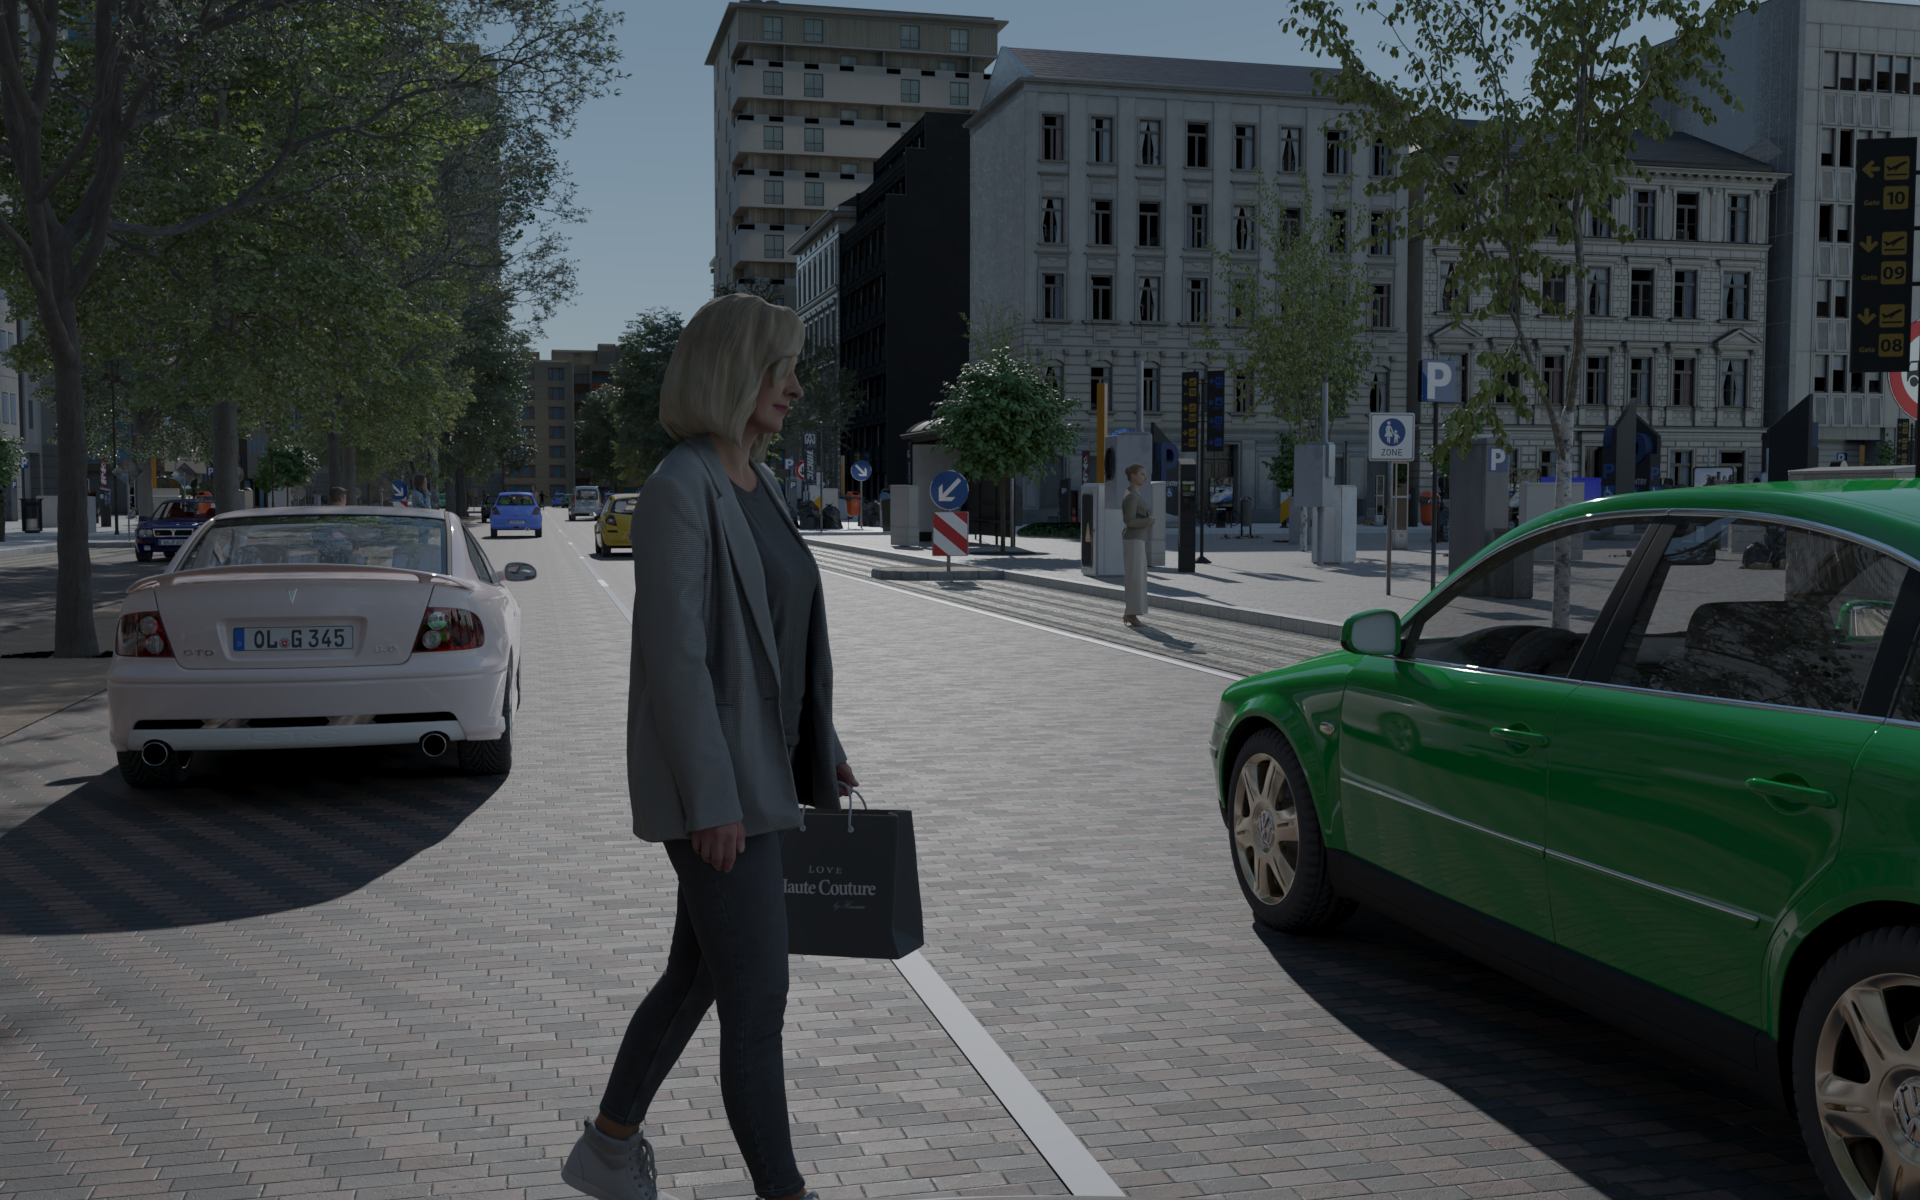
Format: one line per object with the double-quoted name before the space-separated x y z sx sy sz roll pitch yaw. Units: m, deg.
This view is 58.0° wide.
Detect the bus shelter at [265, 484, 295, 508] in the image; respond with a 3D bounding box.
"bus shelter" -38.599 -6.434 99.125 2.014 3.302 5.546 -1 4 -14

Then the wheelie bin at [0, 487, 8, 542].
"wheelie bin" -25.916 -2.357 46.445 0.693 1.594 0.980 -2 4 -29

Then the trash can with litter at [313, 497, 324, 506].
"trash can with litter" -45.783 -6.896 124.142 0.624 1.170 1.055 2 4 25

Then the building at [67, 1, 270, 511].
"building" -72.214 -31.137 159.205 14.600 45.320 14.200 -1 4 -14

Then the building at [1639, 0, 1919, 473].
"building" 47.268 -16.602 89.460 19.932 24.808 12.078 -1 4 -14

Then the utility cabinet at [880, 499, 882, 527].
"utility cabinet" -2.794 -3.429 67.234 0.306 1.237 1.020 1 4 19

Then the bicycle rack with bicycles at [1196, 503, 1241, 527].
"bicycle rack with bicycles" 9.410 -3.416 69.232 2.925 0.926 2.852 2 4 34

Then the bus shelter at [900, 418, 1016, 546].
"bus shelter" 0.019 -3.092 44.477 2.014 3.302 5.546 -1 4 -14

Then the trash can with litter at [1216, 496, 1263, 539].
"trash can with litter" 7.971 -2.383 50.014 1.678 1.210 2.233 3 5 40

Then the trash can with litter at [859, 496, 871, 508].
"trash can with litter" -4.486 -4.566 86.047 1.055 1.170 0.624 1 4 20

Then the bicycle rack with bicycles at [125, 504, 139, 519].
"bicycle rack with bicycles" -40.760 -4.606 88.696 2.925 0.926 2.852 1 4 11

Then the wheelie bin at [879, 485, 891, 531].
"wheelie bin" -2.406 -3.195 60.153 0.693 1.594 0.980 1 4 14

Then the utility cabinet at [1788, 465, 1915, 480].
"utility cabinet" 7.069 -0.310 13.751 0.318 1.500 1.173 -1 4 -12

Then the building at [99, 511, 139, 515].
"building" -57.436 -28.176 110.782 14.600 45.320 14.200 -1 4 -14

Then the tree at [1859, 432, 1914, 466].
"tree" 28.888 -3.637 54.069 1.663 3.219 1.824 0 3 0

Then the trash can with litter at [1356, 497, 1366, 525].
"trash can with litter" 16.455 -3.795 73.114 2.233 1.210 1.678 0 4 7

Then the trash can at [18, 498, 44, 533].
"trash can" -30.420 -2.759 56.762 0.748 1.137 0.748 0 3 0

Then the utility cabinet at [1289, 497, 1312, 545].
"utility cabinet" 8.834 -2.005 43.941 0.306 1.237 1.020 -3 5 -42

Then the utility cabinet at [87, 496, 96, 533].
"utility cabinet" -28.759 -2.816 57.206 0.306 1.237 1.020 -2 4 -34

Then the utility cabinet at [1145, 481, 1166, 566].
"utility cabinet" 3.215 -1.354 30.819 0.318 1.500 1.173 -2 4 -25

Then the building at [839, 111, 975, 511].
"building" -0.160 -17.106 109.356 12.332 23.373 15.834 -1 4 -14

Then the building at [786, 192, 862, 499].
"building" -5.713 -18.195 126.374 11.050 23.489 19.941 -1 4 -14

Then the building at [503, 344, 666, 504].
"building" -47.833 -24.065 238.504 28.899 21.520 27.650 -1 4 -14

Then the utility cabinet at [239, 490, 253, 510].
"utility cabinet" -44.125 -5.983 106.501 1.173 1.500 0.318 -2 4 -35

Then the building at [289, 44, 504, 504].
"building" -74.816 -41.930 227.559 28.212 58.520 21.231 -1 4 -14

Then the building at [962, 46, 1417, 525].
"building" 10.140 -14.059 79.008 18.267 20.994 9.793 -1 4 -14

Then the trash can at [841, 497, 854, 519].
"trash can" -5.720 -4.683 88.227 0.748 1.137 0.748 0 3 0

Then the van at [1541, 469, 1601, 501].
"van" 22.060 -3.548 62.399 5.245 2.365 2.240 -1 4 -13

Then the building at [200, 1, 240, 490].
"building" -69.573 -50.307 135.195 22.319 86.520 31.000 -1 4 -14

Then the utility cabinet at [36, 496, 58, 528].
"utility cabinet" -34.943 -3.393 66.636 1.020 1.237 0.306 -3 5 -43

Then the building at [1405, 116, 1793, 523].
"building" 28.247 -13.420 84.050 19.286 19.102 10.561 -1 4 -14

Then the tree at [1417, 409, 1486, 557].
"tree" 10.492 -2.498 35.441 1.663 3.219 1.824 0 3 0

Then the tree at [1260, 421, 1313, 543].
"tree" 8.831 -3.136 45.877 1.663 3.219 1.824 0 3 0

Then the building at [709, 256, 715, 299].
"building" -22.296 -33.897 246.102 23.993 40.220 32.217 -1 4 -14

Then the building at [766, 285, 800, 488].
"building" -5.480 -19.309 160.747 27.650 21.520 28.899 -1 4 -14

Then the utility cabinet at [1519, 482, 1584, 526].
"utility cabinet" 11.280 -1.492 33.072 1.173 1.500 0.318 -1 4 -9

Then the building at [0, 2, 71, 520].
"building" -56.667 -32.938 80.539 21.231 58.520 28.212 -1 4 -14

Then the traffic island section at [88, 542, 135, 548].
"traffic island section" -22.624 -1.520 47.128 2.009 0.180 2.903 -1 4 -14

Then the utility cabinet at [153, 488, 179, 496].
"utility cabinet" -30.657 -3.543 66.607 1.173 1.500 0.318 -1 4 -20

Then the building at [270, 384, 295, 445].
"building" -76.869 -24.938 179.434 14.107 30.474 14.160 -1 4 -14

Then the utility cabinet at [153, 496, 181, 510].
"utility cabinet" -29.922 -3.311 65.304 1.020 1.237 0.306 0 4 -1

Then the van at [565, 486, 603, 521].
"van" -20.474 -5.353 94.534 2.013 2.044 4.112 -1 4 -16

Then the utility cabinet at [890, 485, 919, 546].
"utility cabinet" -1.348 -2.065 42.444 0.318 1.500 1.173 -2 4 -23

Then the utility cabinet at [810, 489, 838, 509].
"utility cabinet" -5.526 -3.768 70.279 1.173 1.500 0.318 -3 4 -39

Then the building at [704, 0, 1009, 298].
"building" -11.665 -36.576 187.259 28.713 52.752 27.495 -1 4 -14

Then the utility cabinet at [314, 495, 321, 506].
"utility cabinet" -45.168 -6.762 121.719 0.306 1.237 1.020 -1 4 -9
